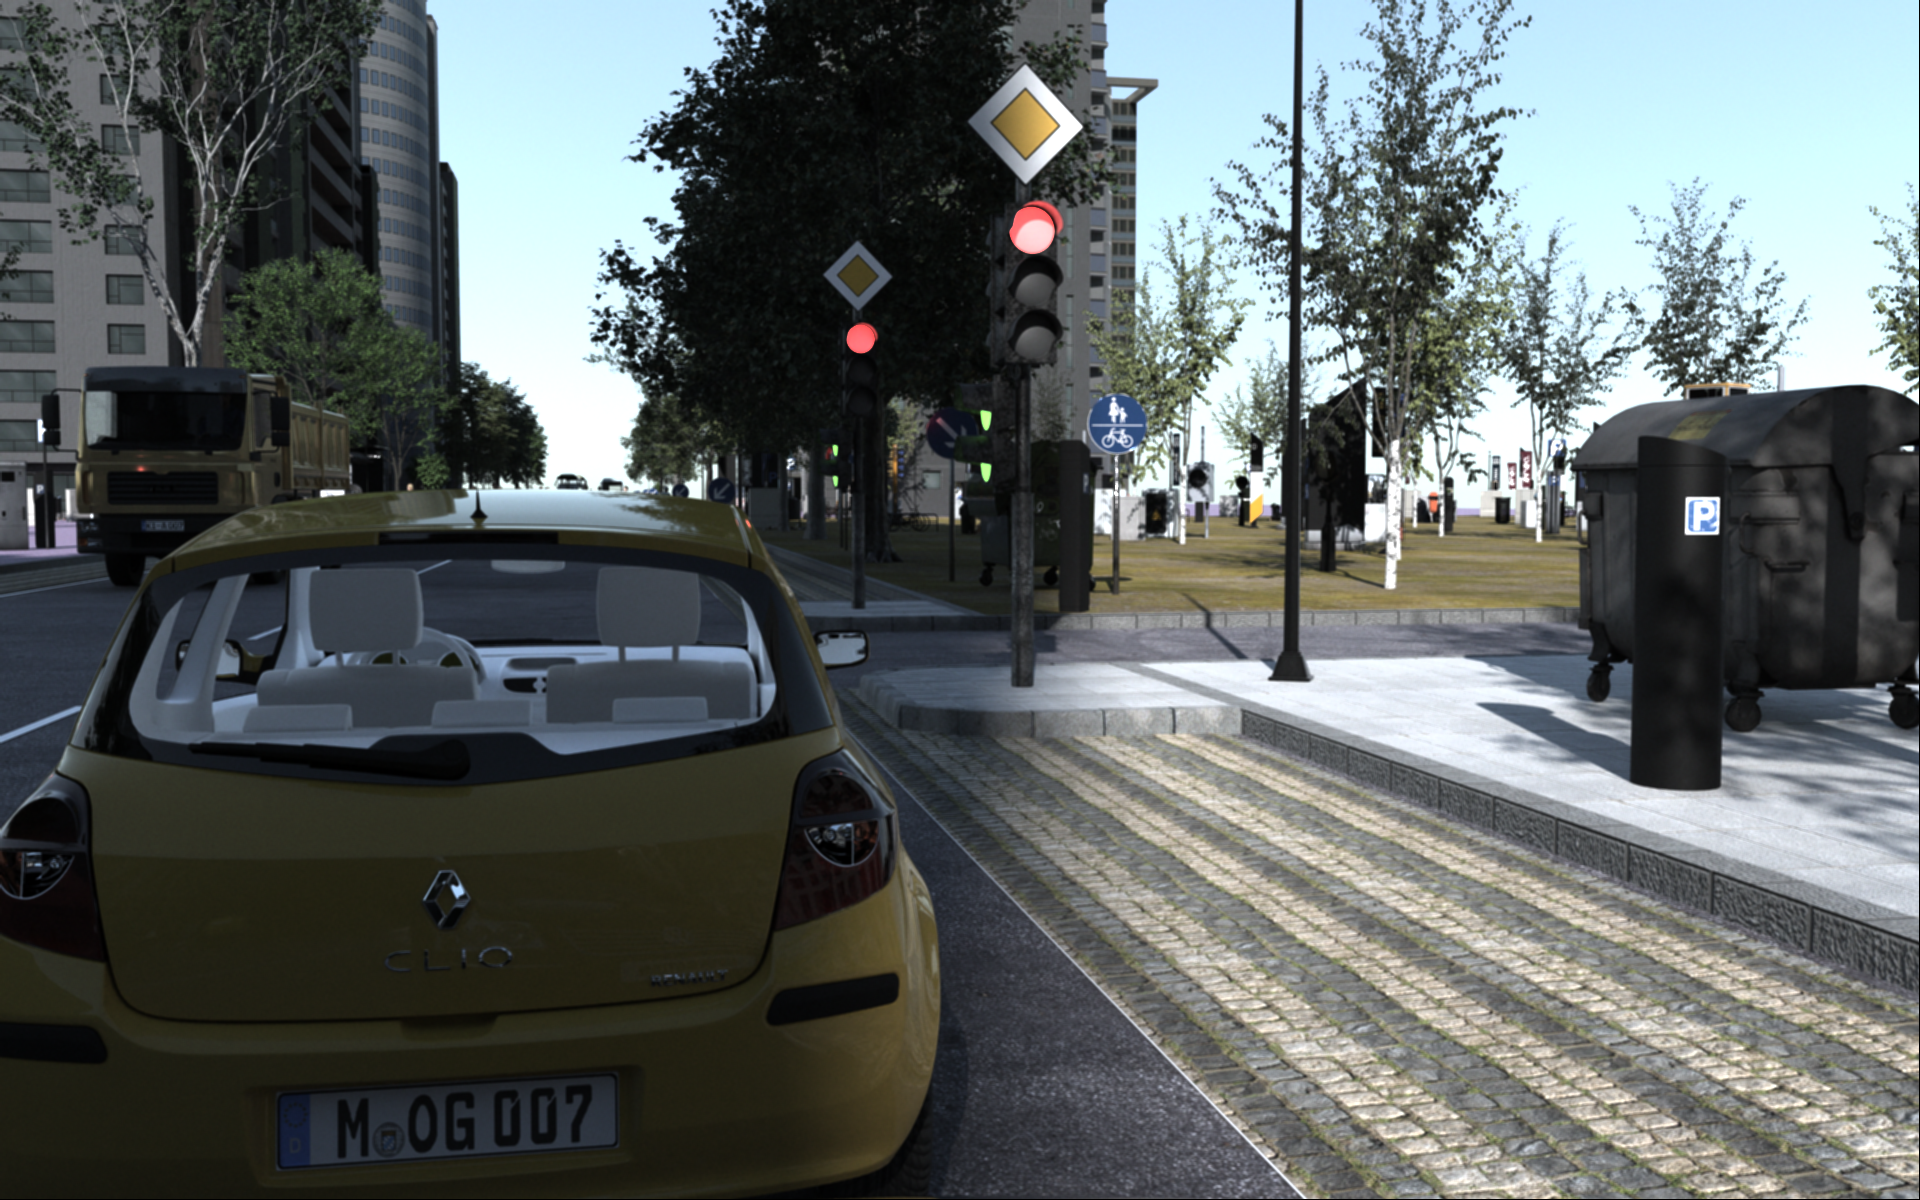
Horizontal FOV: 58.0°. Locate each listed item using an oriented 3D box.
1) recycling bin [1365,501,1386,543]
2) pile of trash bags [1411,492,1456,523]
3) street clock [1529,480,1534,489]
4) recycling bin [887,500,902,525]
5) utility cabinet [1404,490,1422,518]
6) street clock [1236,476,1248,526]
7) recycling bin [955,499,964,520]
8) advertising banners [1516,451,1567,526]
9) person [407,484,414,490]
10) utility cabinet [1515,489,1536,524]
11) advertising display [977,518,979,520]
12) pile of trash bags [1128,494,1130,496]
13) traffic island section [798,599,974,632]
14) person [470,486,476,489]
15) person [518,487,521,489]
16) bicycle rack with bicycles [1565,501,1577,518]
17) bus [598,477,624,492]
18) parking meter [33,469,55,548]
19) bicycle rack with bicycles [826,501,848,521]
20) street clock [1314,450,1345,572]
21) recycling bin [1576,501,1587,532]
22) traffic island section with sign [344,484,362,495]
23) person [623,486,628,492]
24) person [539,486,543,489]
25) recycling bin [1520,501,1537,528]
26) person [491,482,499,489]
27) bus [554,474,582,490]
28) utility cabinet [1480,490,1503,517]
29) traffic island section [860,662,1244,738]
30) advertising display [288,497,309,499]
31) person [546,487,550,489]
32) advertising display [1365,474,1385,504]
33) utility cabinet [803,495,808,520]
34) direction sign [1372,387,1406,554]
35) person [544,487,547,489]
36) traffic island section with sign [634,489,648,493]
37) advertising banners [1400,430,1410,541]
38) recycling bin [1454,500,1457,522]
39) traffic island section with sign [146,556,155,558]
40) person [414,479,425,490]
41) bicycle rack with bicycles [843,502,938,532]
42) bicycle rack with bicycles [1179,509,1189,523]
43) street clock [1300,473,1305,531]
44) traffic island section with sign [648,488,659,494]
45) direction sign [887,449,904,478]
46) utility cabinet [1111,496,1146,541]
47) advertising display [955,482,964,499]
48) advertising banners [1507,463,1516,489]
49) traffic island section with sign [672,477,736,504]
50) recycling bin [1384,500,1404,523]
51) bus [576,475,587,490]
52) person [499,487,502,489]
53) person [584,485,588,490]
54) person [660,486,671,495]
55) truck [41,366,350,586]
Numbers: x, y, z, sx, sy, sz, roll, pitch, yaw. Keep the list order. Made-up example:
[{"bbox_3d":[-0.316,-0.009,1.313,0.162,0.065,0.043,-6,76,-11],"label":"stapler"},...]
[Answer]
[{"bbox_3d":[10.918,-2.032,45.784,0.722,1.027,0.722,0,4,5],"label":"recycling bin"},{"bbox_3d":[21.146,-4.134,77.351,1.912,1.369,3.447,1,4,14],"label":"pile of trash bags"},{"bbox_3d":[29.093,-5.121,88.291,0.358,2.002,0.471,1,4,14],"label":"street clock"},{"bbox_3d":[-2.825,-3.680,72.719,0.722,1.027,0.722,0,4,-5],"label":"recycling bin"},{"bbox_3d":[24.133,-5.139,92.700,0.318,1.500,1.173,-3,5,-43],"label":"utility cabinet"},{"bbox_3d":[11.299,-3.968,69.449,0.471,2.002,0.358,0,4,-4],"label":"street clock"},{"bbox_3d":[0.158,-4.507,86.246,0.722,1.027,0.722,-3,5,-39],"label":"recycling bin"},{"bbox_3d":[23.722,-4.542,70.444,2.074,3.025,0.090,-1,4,-9],"label":"advertising banners"},{"bbox_3d":[-18.298,-2.985,57.665,0.694,1.780,0.624,-2,4,-30],"label":"person"},{"bbox_3d":[23.926,-3.952,73.293,1.173,1.500,0.318,-3,5,-42],"label":"utility cabinet"},{"bbox_3d":[1.162,-4.865,84.760,0.123,1.923,0.974,-3,5,-40],"label":"advertising display"},{"bbox_3d":[8.517,-4.539,83.959,3.447,1.369,1.912,0,4,4],"label":"pile of trash bags"},{"bbox_3d":[-1.115,0.176,19.410,2.009,0.180,2.903,-1,4,-11],"label":"traffic island section"},{"bbox_3d":[-17.116,-3.134,60.571,0.643,1.720,0.563,1,4,9],"label":"person"},{"bbox_3d":[-23.353,-5.066,91.533,0.583,1.804,0.606,0,4,-5],"label":"person"},{"bbox_3d":[32.013,-4.867,92.953,2.925,0.926,2.852,2,4,31],"label":"bicycle rack with bicycles"},{"bbox_3d":[-41.779,-13.008,207.540,2.948,3.499,13.247,-1,4,-13],"label":"bus"},{"bbox_3d":[-21.817,-2.174,41.250,0.399,1.863,0.255,1,4,11],"label":"parking meter"},{"bbox_3d":[-5.803,-4.300,83.682,2.925,0.926,2.852,-1,4,-18],"label":"bicycle rack with bicycles"},{"bbox_3d":[6.085,-1.469,28.586,0.358,2.002,0.471,-3,5,-40],"label":"street clock"},{"bbox_3d":[21.660,-2.867,59.431,0.722,1.027,0.722,-3,4,-38],"label":"recycling bin"},{"bbox_3d":[-23.081,-3.503,65.903,1.989,1.847,2.006,-1,4,-11],"label":"traffic island section with sign"},{"bbox_3d":[-16.073,-4.624,84.117,0.660,1.820,0.620,3,5,44],"label":"person"},{"bbox_3d":[-20.566,-4.665,84.869,0.616,1.811,0.778,-3,4,-36],"label":"person"},{"bbox_3d":[21.478,-3.204,64.943,0.722,1.027,0.722,0,4,0],"label":"recycling bin"},{"bbox_3d":[-14.451,-2.793,54.355,0.592,1.802,0.473,1,4,18],"label":"person"},{"bbox_3d":[-47.854,-13.489,212.097,2.896,3.916,12.252,-1,4,-10],"label":"bus"},{"bbox_3d":[29.558,-5.363,96.364,1.173,1.500,0.318,1,4,16],"label":"utility cabinet"},{"bbox_3d":[0.439,0.655,11.578,2.009,0.180,2.903,-1,4,-11],"label":"traffic island section"},{"bbox_3d":[-32.594,-4.903,85.374,0.974,1.923,0.123,-1,4,-11],"label":"advertising display"},{"bbox_3d":[-20.587,-4.745,86.427,0.374,1.781,0.599,2,4,33],"label":"person"},{"bbox_3d":[13.395,-3.105,55.977,0.974,1.923,0.123,-3,5,-44],"label":"advertising display"},{"bbox_3d":[-7.456,-4.677,87.627,1.020,1.237,0.306,-3,5,-44],"label":"utility cabinet"},{"bbox_3d":[9.131,-2.749,36.937,0.876,3.537,0.379,-2,4,-26],"label":"direction sign"},{"bbox_3d":[-26.316,-6.250,110.315,1.348,1.869,0.705,-2,4,-27],"label":"person"},{"bbox_3d":[-26.159,-8.274,143.905,1.989,1.847,2.006,-1,4,-11],"label":"traffic island section with sign"},{"bbox_3d":[11.895,-3.096,46.800,0.090,3.025,2.074,2,4,30],"label":"advertising banners"},{"bbox_3d":[22.710,-4.164,80.636,0.722,1.027,0.722,2,4,26],"label":"recycling bin"},{"bbox_3d":[-17.821,-1.881,39.380,1.989,1.847,2.006,-1,4,-11],"label":"traffic island section with sign"},{"bbox_3d":[-13.441,-2.094,42.985,0.600,1.795,0.529,3,5,42],"label":"person"},{"bbox_3d":[-2.135,-2.821,59.500,2.925,0.926,2.852,-1,4,-23],"label":"bicycle rack with bicycles"},{"bbox_3d":[8.757,-3.819,75.823,2.852,0.926,2.925,2,4,23],"label":"bicycle rack with bicycles"},{"bbox_3d":[11.712,-3.362,59.536,0.358,2.002,0.471,-1,4,-12],"label":"street clock"},{"bbox_3d":[-11.130,-3.642,68.180,1.989,1.847,2.006,-1,4,-11],"label":"traffic island section with sign"},{"bbox_3d":[-3.222,-5.767,86.294,0.876,3.537,0.379,0,4,5],"label":"direction sign"},{"bbox_3d":[4.683,-2.262,48.140,1.020,1.237,0.306,3,5,44],"label":"utility cabinet"},{"bbox_3d":[-0.123,-5.142,89.278,0.123,1.923,0.974,-3,4,-36],"label":"advertising display"},{"bbox_3d":[31.485,-6.131,96.422,2.074,3.025,0.090,0,4,5],"label":"advertising banners"},{"bbox_3d":[-5.888,-2.025,41.738,1.989,1.847,2.006,-1,4,-11],"label":"traffic island section with sign"},{"bbox_3d":[19.097,-3.903,76.374,0.722,1.027,0.722,-1,4,-21],"label":"recycling bin"},{"bbox_3d":[-50.754,-14.534,229.169,2.896,3.916,12.252,-1,4,-11],"label":"bus"},{"bbox_3d":[-20.927,-4.251,78.495,0.515,1.767,0.782,0,4,-1],"label":"person"},{"bbox_3d":[-14.261,-3.486,65.842,0.624,1.780,0.694,-3,5,-43],"label":"person"},{"bbox_3d":[-12.397,-3.926,73.178,0.782,1.767,0.515,1,4,12],"label":"person"},{"bbox_3d":[-12.470,-2.049,29.423,3.469,3.379,9.791,-1,4,-10],"label":"truck"}]
